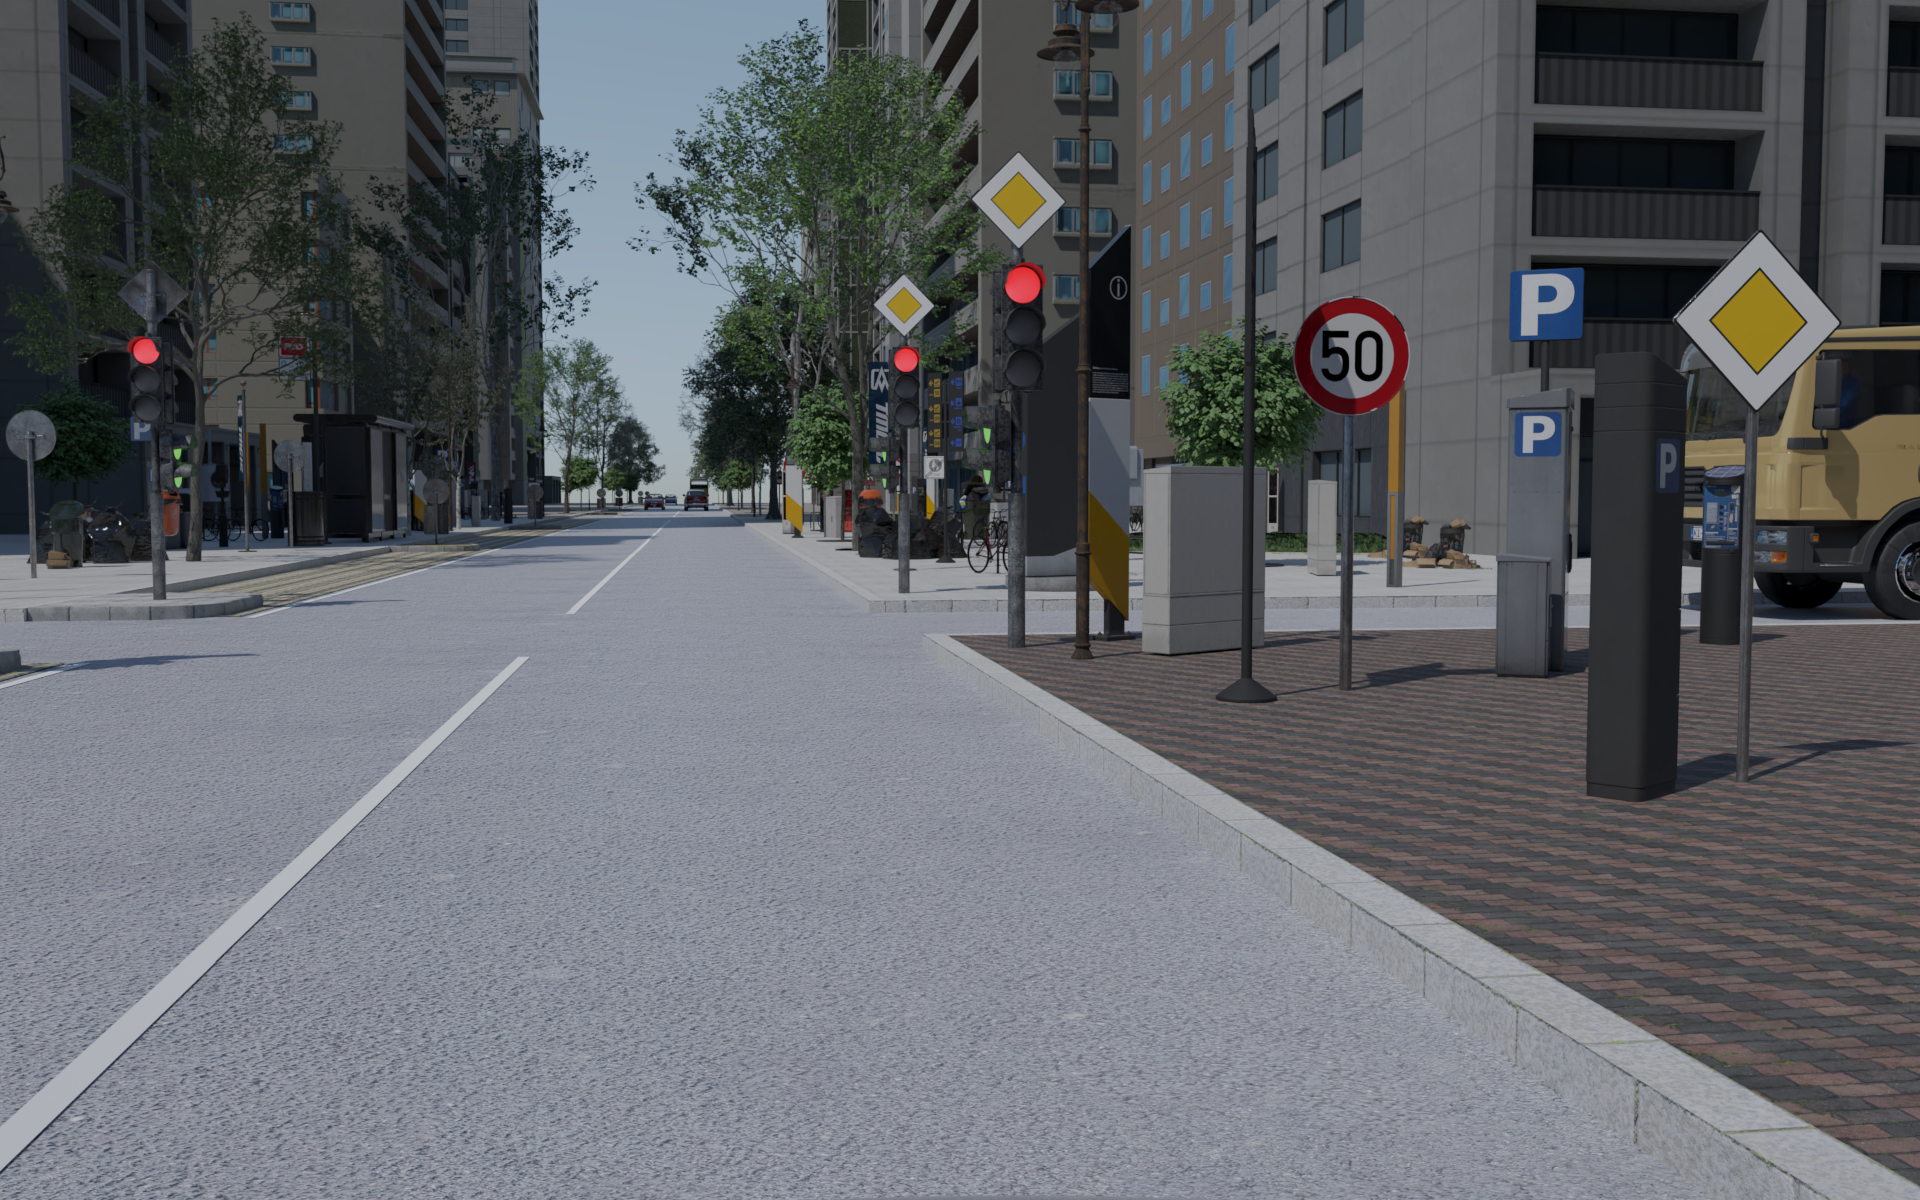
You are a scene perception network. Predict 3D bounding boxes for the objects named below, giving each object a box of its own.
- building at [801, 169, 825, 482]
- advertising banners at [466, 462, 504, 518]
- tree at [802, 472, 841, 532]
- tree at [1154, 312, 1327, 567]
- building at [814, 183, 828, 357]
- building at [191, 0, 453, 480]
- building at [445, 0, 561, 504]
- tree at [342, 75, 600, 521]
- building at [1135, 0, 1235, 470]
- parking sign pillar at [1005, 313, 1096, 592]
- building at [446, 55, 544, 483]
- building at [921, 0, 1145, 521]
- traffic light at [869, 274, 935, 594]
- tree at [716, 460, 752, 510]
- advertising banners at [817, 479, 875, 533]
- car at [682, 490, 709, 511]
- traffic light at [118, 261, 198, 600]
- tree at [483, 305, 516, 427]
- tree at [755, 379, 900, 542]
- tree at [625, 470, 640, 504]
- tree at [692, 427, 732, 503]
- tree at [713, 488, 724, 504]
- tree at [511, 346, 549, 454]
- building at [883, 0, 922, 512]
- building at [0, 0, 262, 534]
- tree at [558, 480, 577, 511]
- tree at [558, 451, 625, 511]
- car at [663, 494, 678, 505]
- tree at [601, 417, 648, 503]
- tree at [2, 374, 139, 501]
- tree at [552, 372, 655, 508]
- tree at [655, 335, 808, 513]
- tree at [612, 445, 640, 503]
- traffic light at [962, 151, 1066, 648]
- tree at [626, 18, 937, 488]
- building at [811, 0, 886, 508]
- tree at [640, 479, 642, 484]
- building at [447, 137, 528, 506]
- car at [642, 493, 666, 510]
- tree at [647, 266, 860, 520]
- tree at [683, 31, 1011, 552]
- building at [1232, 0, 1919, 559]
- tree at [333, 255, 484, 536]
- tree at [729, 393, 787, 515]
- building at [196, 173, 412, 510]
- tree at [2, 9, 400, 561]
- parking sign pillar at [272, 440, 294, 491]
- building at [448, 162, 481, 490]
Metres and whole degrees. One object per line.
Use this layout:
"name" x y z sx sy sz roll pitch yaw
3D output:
"building" -8.188 -40.047 244.013 28.713 52.752 27.495 -1 4 -9
"advertising banners" -25.799 -5.988 94.084 2.074 3.025 0.090 0 4 8
"tree" -4.799 -3.973 59.552 1.663 3.219 1.824 0 3 0
"tree" 5.008 -2.877 30.759 4.285 4.588 4.351 0 3 0
"building" -11.797 -32.981 222.833 14.154 41.232 14.086 -1 4 -9
"building" -50.928 -30.974 130.135 21.300 48.544 21.600 -1 4 -9
"building" -65.674 -48.811 236.315 20.563 71.187 20.611 -1 4 -9
"tree" -23.046 -13.784 81.263 12.611 20.169 13.585 0 3 0
"building" 14.960 -25.256 63.047 14.600 45.320 14.200 -1 4 -9
"parking sign pillar" 1.330 -2.130 23.297 1.447 3.967 1.447 -2 4 -31
"building" -66.357 -38.106 212.265 28.713 52.752 27.495 -1 4 -9
"building" 9.916 -28.418 88.333 21.300 48.544 21.600 -1 4 -9
"traffic light" -0.741 -2.040 22.278 0.839 4.253 0.868 -1 4 -9
"tree" -18.222 -9.783 143.663 4.285 4.588 4.351 0 3 0
"advertising banners" -3.724 -3.762 57.696 2.074 3.025 0.090 0 4 4
"car" -22.578 -8.533 148.180 2.281 1.827 5.304 -1 4 -10
"traffic light" -9.698 -1.957 20.911 0.839 4.253 0.868 -1 4 -9
"tree" -18.198 -6.870 62.683 4.360 8.622 3.978 0 3 0
"tree" -3.153 -3.853 46.716 4.285 4.588 4.351 0 3 0
"tree" -39.134 -12.956 195.549 4.285 4.588 4.351 0 3 0
"tree" -26.764 -17.142 198.391 7.486 12.596 7.792 0 3 0
"tree" -29.972 -16.483 219.867 4.737 8.622 4.395 0 3 0
"tree" -25.667 -11.471 113.298 9.928 11.665 9.643 0 3 0
"building" 4.961 -35.841 128.005 21.231 58.520 28.212 -1 4 -9
"building" -37.739 -38.159 62.155 20.563 71.187 20.611 -1 4 -9
"tree" -29.987 -8.422 132.300 1.663 3.219 1.824 0 3 0
"tree" -28.111 -8.829 128.062 4.285 4.588 4.351 0 3 0
"car" -38.626 -13.407 231.199 2.014 1.417 4.499 -1 4 -9
"tree" -47.810 -20.450 251.367 9.611 12.733 9.660 0 3 0
"tree" -24.447 -3.906 47.571 4.285 4.588 4.351 0 3 0
"tree" -34.250 -15.580 165.103 12.009 13.543 11.850 0 3 0
"tree" -13.860 -12.547 115.515 12.009 13.543 11.850 0 3 0
"tree" -46.503 -17.806 241.486 4.360 8.622 3.978 0 3 0
"traffic light" 0.454 -1.557 14.382 0.839 4.253 0.868 -1 4 -9
"tree" -7.417 -13.205 71.793 12.611 20.169 13.585 0 3 0
"building" -6.909 -46.889 204.885 20.563 71.187 20.611 -1 4 -9
"tree" -43.976 -15.115 230.849 4.285 4.588 4.351 0 3 0
"building" -56.192 -31.138 192.703 14.154 41.232 14.086 -1 4 -9
"car" -27.651 -9.040 156.846 2.155 1.783 4.494 0 4 -7
"tree" -9.371 -10.411 87.231 9.611 12.733 9.660 0 3 0
"tree" -2.318 -6.923 38.951 9.928 11.665 9.643 0 3 0
"building" 20.025 -37.014 43.429 20.611 71.187 20.563 -1 4 -9
"tree" -17.006 -6.284 53.113 4.360 8.622 3.978 0 3 0
"tree" -11.924 -9.397 104.000 4.360 8.622 3.978 0 3 0
"building" -50.244 -15.935 105.574 27.650 21.520 28.899 -1 4 -9
"tree" -14.304 -6.020 32.844 7.601 10.594 8.767 -1 4 -20
"parking sign pillar" -33.762 -5.989 86.393 1.447 3.967 1.447 1 4 8
"building" -49.654 -23.100 149.382 14.160 30.474 14.107 -1 4 -9
